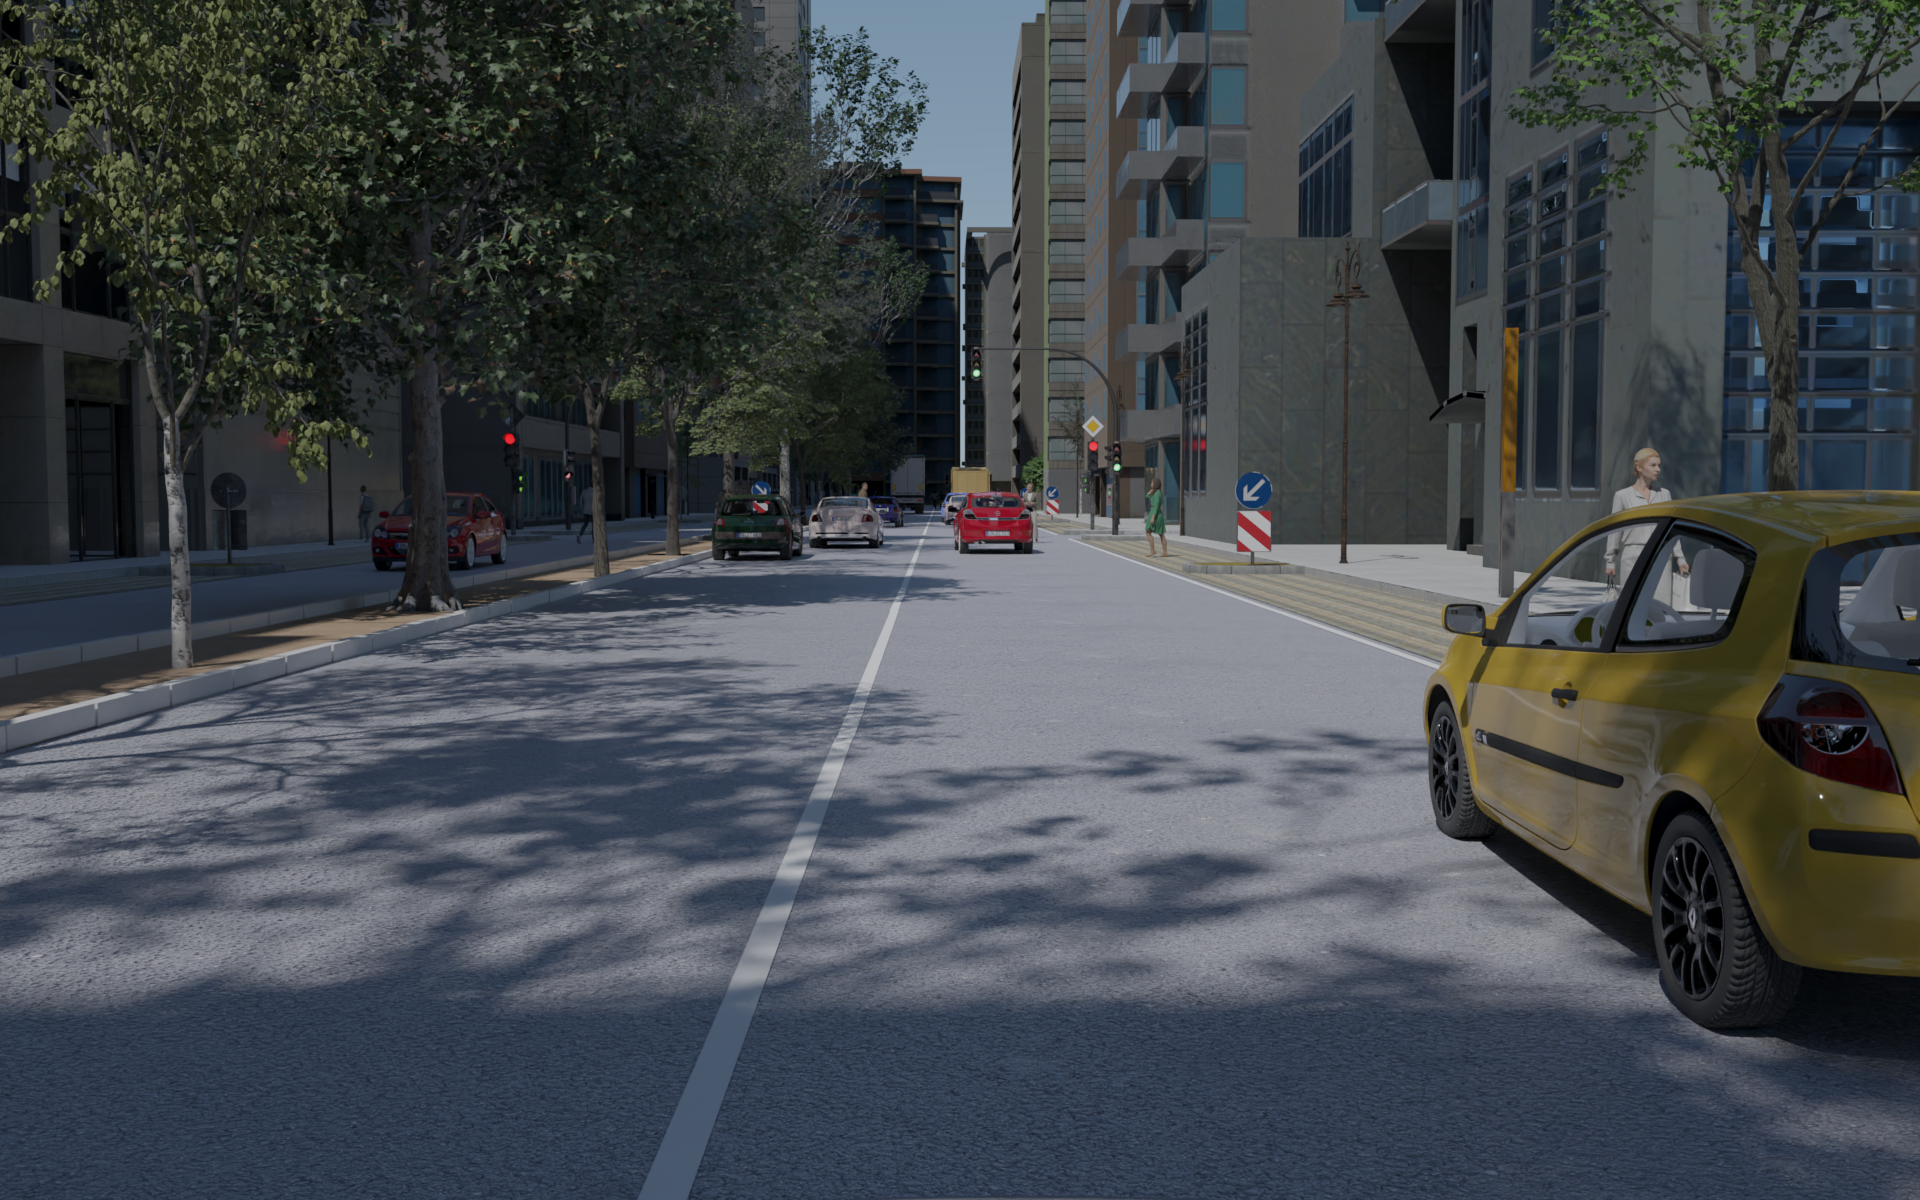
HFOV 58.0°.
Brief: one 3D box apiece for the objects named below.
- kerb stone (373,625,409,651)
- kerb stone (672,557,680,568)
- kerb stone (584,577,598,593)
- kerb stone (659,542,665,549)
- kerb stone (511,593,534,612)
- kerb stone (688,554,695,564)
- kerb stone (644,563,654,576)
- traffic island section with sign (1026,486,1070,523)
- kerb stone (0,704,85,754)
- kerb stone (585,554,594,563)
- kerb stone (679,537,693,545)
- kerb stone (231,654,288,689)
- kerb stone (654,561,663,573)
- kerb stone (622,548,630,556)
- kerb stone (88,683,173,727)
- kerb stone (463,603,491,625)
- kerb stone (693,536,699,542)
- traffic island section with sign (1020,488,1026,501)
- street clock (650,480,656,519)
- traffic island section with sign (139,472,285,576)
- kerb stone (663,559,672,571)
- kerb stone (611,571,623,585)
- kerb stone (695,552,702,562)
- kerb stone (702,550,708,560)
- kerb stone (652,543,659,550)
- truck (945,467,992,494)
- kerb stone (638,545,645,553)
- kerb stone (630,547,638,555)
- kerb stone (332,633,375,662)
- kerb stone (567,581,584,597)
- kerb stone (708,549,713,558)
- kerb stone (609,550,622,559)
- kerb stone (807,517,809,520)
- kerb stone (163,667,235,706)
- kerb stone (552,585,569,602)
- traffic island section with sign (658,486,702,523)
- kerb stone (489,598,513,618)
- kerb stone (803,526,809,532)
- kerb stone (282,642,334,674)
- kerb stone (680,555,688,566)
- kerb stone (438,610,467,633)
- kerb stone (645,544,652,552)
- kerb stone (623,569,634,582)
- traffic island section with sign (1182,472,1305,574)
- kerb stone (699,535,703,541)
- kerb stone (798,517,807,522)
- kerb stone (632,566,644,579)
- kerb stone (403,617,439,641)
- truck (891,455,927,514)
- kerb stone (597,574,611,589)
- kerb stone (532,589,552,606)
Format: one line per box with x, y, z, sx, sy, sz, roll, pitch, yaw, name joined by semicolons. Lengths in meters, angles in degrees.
-5.418;0.369;16.287;0.120;0.150;1.000;0;4;-1;kerb stone
-5.623;-0.703;33.690;0.120;0.150;1.000;0;4;-1;kerb stone
-5.523;-0.202;25.502;0.120;0.150;1.000;0;4;-1;kerb stone
-7.856;-1.393;44.975;0.120;0.150;1.000;0;4;-1;kerb stone
-5.473;0.049;21.400;0.120;0.150;1.000;0;4;-1;kerb stone
-5.651;-0.828;35.734;0.120;0.150;1.000;0;4;-1;kerb stone
-5.591;-0.515;30.624;0.120;0.150;1.000;0;4;-1;kerb stone
4.484;-4.793;86.986;1.989;1.847;2.006;0;4;-1;traffic island section with sign
-5.359;0.740;10.121;0.120;0.150;1.000;0;4;-1;kerb stone
-7.749;-0.827;35.722;0.120;0.150;1.000;0;4;-1;kerb stone
-7.917;-1.707;50.108;0.120;0.150;1.000;0;4;-1;kerb stone
-5.391;0.556;13.200;0.120;0.150;1.000;0;4;-1;kerb stone
-5.605;-0.577;31.646;0.120;0.150;1.000;0;4;-1;kerb stone
-7.804;-1.071;39.837;0.120;0.150;1.000;0;4;-1;kerb stone
-5.365;0.677;11.144;0.120;0.150;1.000;0;4;-1;kerb stone
-5.459;0.174;19.355;0.120;0.150;1.000;0;4;-1;kerb stone
-7.925;-1.768;51.130;0.120;0.150;1.000;0;4;-1;kerb stone
4.167;-6.441;113.939;1.989;1.847;2.006;0;4;-1;traffic island section with sign
-15.784;-5.163;88.986;0.358;2.002;0.471;0;4;-3;street clock
-13.299;-1.371;31.048;1.989;1.847;2.006;0;4;-1;traffic island section with sign
-5.614;-0.641;32.668;0.120;0.150;1.000;0;4;-1;kerb stone
-5.559;-0.328;27.556;0.120;0.150;1.000;0;4;-1;kerb stone
-5.655;-0.891;36.756;0.120;0.150;1.000;0;4;-1;kerb stone
-5.673;-0.952;37.795;0.120;0.150;1.000;0;4;-1;kerb stone
-7.844;-1.331;43.952;0.120;0.150;1.000;0;4;-1;kerb stone
0.684;-7.815;123.697;3.469;3.379;9.791;0;4;-1;truck
-7.822;-1.205;41.892;0.120;0.150;1.000;0;4;-1;kerb stone
-7.804;-1.142;40.861;0.120;0.150;1.000;0;4;-1;kerb stone
-5.406;0.424;15.264;0.120;0.150;1.000;0;4;-1;kerb stone
-5.518;-0.140;24.480;0.120;0.150;1.000;0;4;-1;kerb stone
-5.691;-1.017;38.817;0.120;0.150;1.000;0;4;-1;kerb stone
-7.783;-1.016;38.811;0.120;0.150;1.000;0;4;-1;kerb stone
-8.421;-4.368;93.619;0.120;0.150;1.000;0;4;-1;kerb stone
-5.373;0.615;12.166;0.120;0.150;1.000;0;4;-1;kerb stone
-5.498;-0.072;23.453;0.120;0.150;1.000;0;4;-1;kerb stone
-13.948;-4.768;86.584;1.989;1.847;2.006;0;4;-1;traffic island section with sign
-5.472;0.112;20.378;0.120;0.150;1.000;0;4;-1;kerb stone
-6.022;-2.803;68.029;0.120;0.150;1.000;0;4;-1;kerb stone
-5.399;0.487;14.228;0.120;0.150;1.000;0;4;-1;kerb stone
-5.643;-0.766;34.712;0.120;0.150;1.000;0;4;-1;kerb stone
-5.446;0.246;18.331;0.120;0.150;1.000;0;4;-1;kerb stone
-7.834;-1.267;42.919;0.120;0.150;1.000;0;4;-1;kerb stone
-5.572;-0.384;28.579;0.120;0.150;1.000;0;4;-1;kerb stone
5.112;-1.405;31.599;1.989;1.847;2.006;0;4;-1;traffic island section with sign
-7.938;-1.832;52.154;0.120;0.150;1.000;0;4;-1;kerb stone
-8.405;-4.306;92.597;0.120;0.150;1.000;0;4;-1;kerb stone
-5.585;-0.453;29.602;0.120;0.150;1.000;0;4;-1;kerb stone
-5.434;0.302;17.309;0.120;0.150;1.000;0;4;-1;kerb stone
-3.880;-8.626;129.950;2.839;4.237;11.283;0;4;-1;truck
-5.544;-0.265;26.531;0.120;0.150;1.000;0;4;-1;kerb stone
-5.494;-0.014;22.425;0.120;0.150;1.000;0;4;-1;kerb stone
